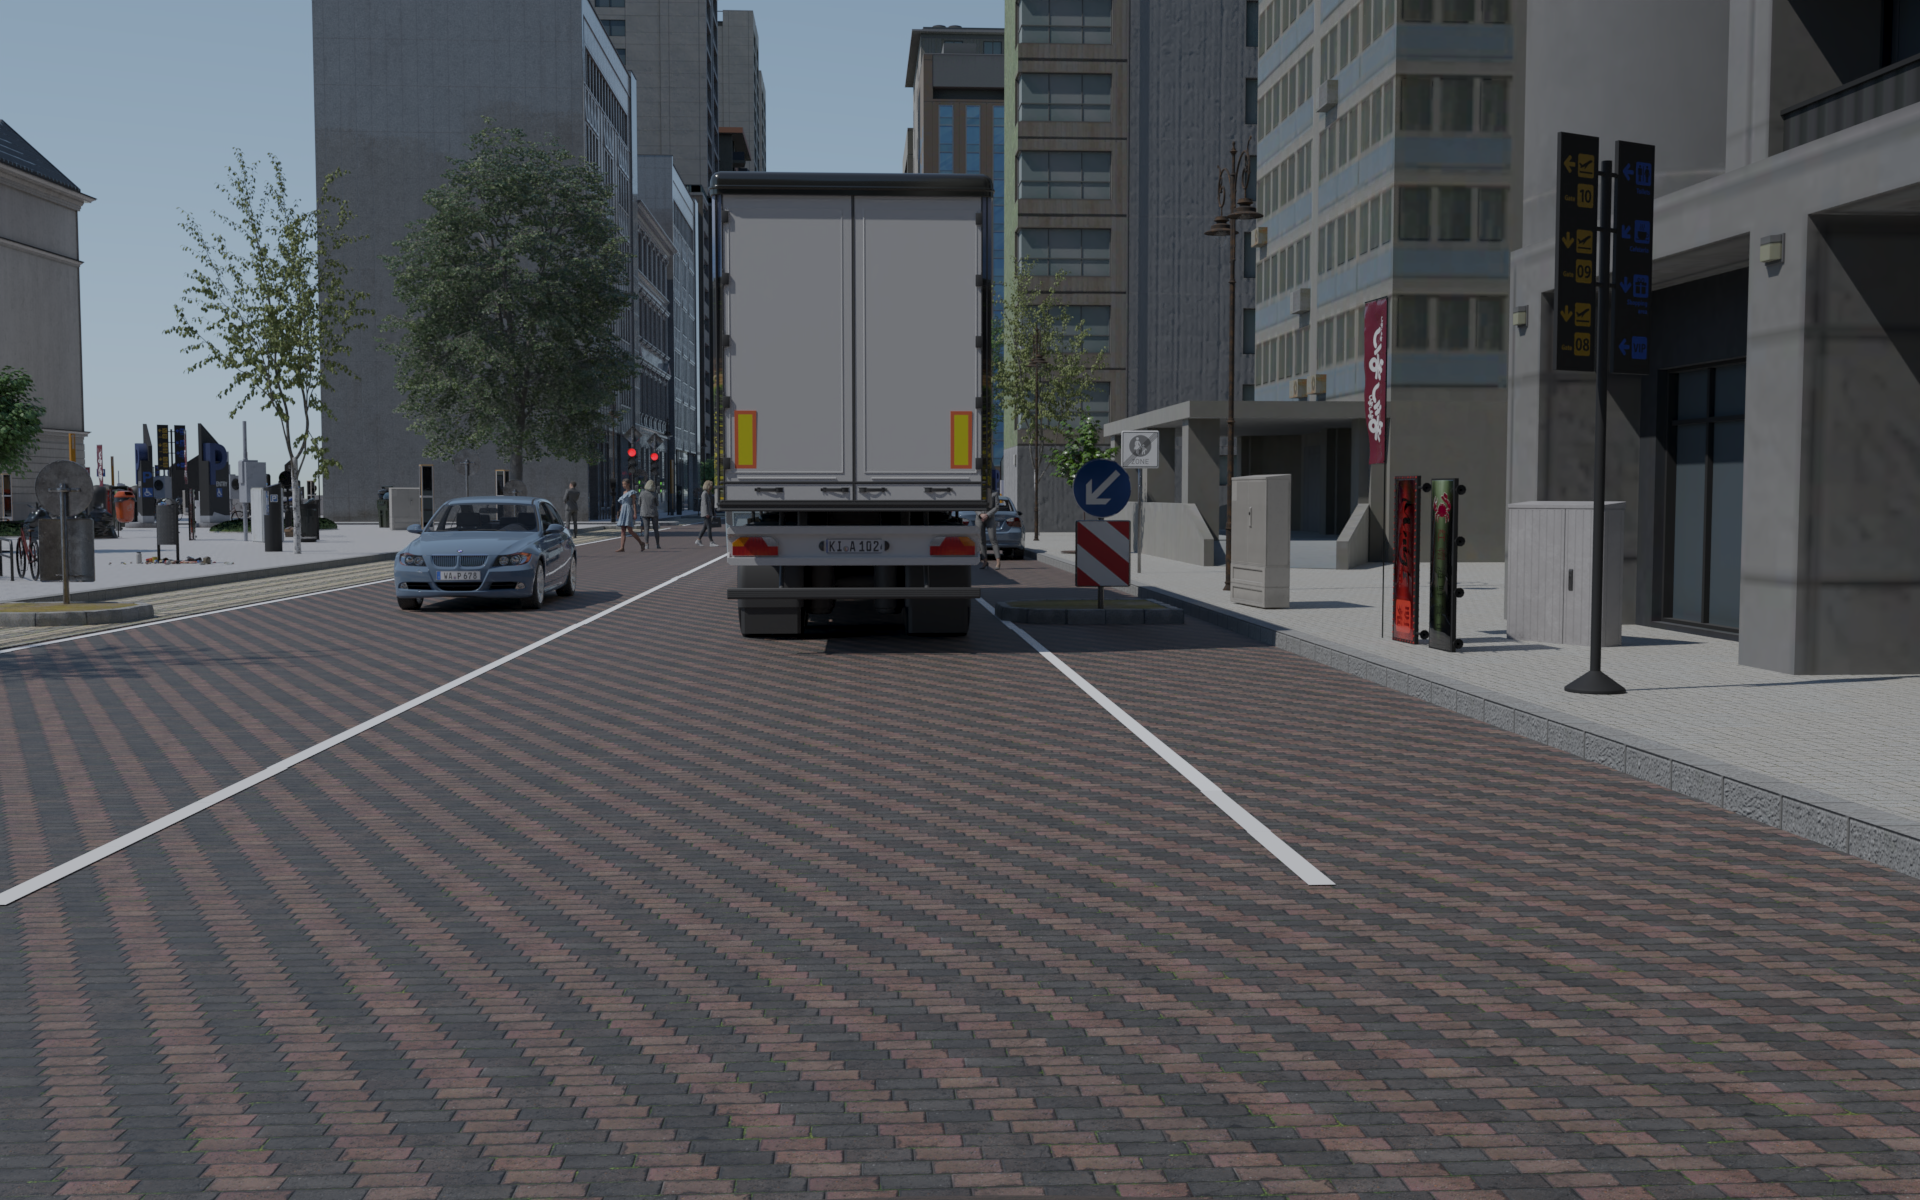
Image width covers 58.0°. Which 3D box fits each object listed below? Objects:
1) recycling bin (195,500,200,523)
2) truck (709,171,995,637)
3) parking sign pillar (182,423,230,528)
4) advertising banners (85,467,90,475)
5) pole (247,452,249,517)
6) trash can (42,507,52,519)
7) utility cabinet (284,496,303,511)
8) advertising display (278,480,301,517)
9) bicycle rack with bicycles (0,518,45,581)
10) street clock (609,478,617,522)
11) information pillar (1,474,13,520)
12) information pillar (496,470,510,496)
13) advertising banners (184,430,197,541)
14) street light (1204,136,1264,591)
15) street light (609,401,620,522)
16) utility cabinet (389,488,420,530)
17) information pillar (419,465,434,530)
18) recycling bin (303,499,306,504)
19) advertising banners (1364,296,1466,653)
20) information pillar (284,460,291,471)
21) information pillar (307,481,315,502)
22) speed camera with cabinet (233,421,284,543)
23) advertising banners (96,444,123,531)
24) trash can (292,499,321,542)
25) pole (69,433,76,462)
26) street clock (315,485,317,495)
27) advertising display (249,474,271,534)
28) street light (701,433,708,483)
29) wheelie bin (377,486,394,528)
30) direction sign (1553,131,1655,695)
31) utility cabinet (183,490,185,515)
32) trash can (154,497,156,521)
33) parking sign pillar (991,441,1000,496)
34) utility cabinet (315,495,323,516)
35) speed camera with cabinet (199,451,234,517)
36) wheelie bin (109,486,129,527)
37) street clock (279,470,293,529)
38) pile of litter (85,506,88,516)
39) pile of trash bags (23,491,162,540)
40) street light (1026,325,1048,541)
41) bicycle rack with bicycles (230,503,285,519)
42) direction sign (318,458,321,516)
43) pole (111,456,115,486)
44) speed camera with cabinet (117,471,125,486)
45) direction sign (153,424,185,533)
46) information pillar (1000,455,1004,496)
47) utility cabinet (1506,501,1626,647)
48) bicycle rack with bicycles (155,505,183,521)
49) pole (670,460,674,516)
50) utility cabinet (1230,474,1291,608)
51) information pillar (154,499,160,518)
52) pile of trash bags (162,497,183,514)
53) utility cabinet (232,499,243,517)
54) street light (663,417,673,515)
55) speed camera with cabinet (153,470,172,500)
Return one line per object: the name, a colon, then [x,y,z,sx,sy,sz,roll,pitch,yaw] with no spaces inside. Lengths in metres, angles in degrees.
recycling bin: [-30.418,-3.517,70.058,0.722,1.027,0.722,1,4,9]
truck: [-1.251,-1.946,20.731,2.839,4.237,11.283,0,4,-3]
parking sign pillar: [-28.605,-4.768,66.425,1.447,3.967,1.447,1,4,11]
advertising banners: [-55.594,-7.077,111.900,2.074,3.025,0.090,-1,4,-17]
pole: [-34.624,-5.514,84.002,0.158,3.312,0.155,0,3,0]
trash can: [-40.998,-4.060,78.033,0.748,1.137,0.748,0,3,0]
utility cabinet: [-34.917,-4.870,90.784,1.020,1.237,0.306,1,4,21]
advertising display: [-30.634,-4.523,79.168,0.974,1.923,0.123,0,4,-4]
bicycle rack with bicycles: [-15.165,-0.769,25.949,2.852,0.926,2.925,-2,4,-32]
street clock: [-15.666,-4.505,78.222,0.358,2.002,0.471,-1,4,-17]
information pillar: [-34.635,-3.576,62.954,0.304,2.012,0.304,-2,4,-35]
information pillar: [-13.926,-2.954,52.783,0.304,2.012,0.304,1,4,16]
advertising banners: [-21.307,-3.163,47.904,0.090,3.025,2.074,-1,4,-18]
street light: [3.586,-3.063,22.869,0.468,5.910,1.993,0,4,-3]
street light: [-15.927,-6.538,79.686,0.468,5.910,1.993,0,4,-3]
utility cabinet: [-19.336,-3.177,60.621,1.173,1.500,0.318,-2,4,-35]
information pillar: [-13.360,-2.380,43.402,0.304,2.012,0.304,-2,4,-25]
recycling bin: [-37.332,-5.260,98.551,0.722,1.027,0.722,0,4,3]
advertising banners: [3.849,-1.141,14.842,0.090,3.025,2.074,-1,4,-8]
information pillar: [-44.435,-7.541,114.651,0.504,3.616,0.183,-3,4,-36]
information pillar: [-35.279,-5.484,94.154,0.304,2.012,0.304,1,4,19]
speed camera with cabinet: [-18.777,-3.191,46.504,0.660,3.252,2.038,-3,4,-38]
advertising banners: [-29.839,-3.948,60.736,2.074,3.025,0.090,3,5,44]
trash can: [-17.378,-2.107,46.095,0.748,1.137,0.748,0,3,0]
pole: [-29.838,-3.942,58.289,0.158,3.312,0.155,0,3,0]
street clock: [-53.315,-8.471,143.067,0.358,2.002,0.471,0,4,6]
advertising display: [-22.283,-3.053,55.130,0.974,1.923,0.123,2,4,31]
street light: [-18.988,-9.526,128.535,0.468,5.910,1.993,0,4,-3]
wheelie bin: [-21.743,-3.543,65.841,0.980,1.594,0.693,2,4,33]
direction sign: [4.122,-1.171,11.137,0.876,3.537,0.379,-2,4,-30]
utility cabinet: [-46.983,-5.937,105.748,0.318,1.500,1.173,0,4,5]
trash can: [-36.772,-4.080,78.368,0.748,1.137,0.748,0,3,0]
parking sign pillar: [1.399,-6.003,86.618,1.447,3.967,1.447,0,4,1]
utility cabinet: [-38.220,-5.624,103.106,1.020,1.237,0.306,-2,4,-24]
speed camera with cabinet: [-34.047,-5.221,79.705,0.660,3.252,2.038,1,4,22]
wheelie bin: [-32.602,-3.625,67.182,0.980,1.594,0.693,-1,4,-18]
street clock: [-20.627,-2.971,53.152,0.471,2.002,0.358,-1,4,-11]
pile of litter: [-41.743,-4.259,83.596,1.176,0.858,1.719,1,4,20]
pile of trash bags: [-25.111,-2.453,49.851,1.912,1.369,3.447,1,4,17]
street light: [2.098,-4.565,47.420,0.468,5.910,1.993,0,4,-3]
bicycle rack with bicycles: [-28.238,-3.428,69.425,2.925,0.926,2.852,0,4,8]
direction sign: [-30.958,-5.606,83.657,0.379,3.537,0.876,-1,4,-20]
pole: [-45.607,-6.080,93.257,0.158,3.312,0.155,0,3,0]
speed camera with cabinet: [-70.444,-9.256,145.671,0.660,3.252,2.038,-2,4,-33]
direction sign: [-25.761,-3.955,56.658,0.876,3.537,0.379,-3,5,-39]
information pillar: [2.529,-6.825,102.938,0.183,3.616,0.504,2,4,26]
utility cabinet: [5.205,-0.231,14.941,0.306,1.237,1.020,-2,4,-31]
bicycle rack with bicycles: [-39.181,-4.269,83.184,2.925,0.926,2.852,3,4,36]
pole: [-17.137,-6.676,103.004,0.158,3.312,0.155,0,3,0]
utility cabinet: [3.412,-0.678,19.767,0.318,1.500,1.173,-1,4,-10]
information pillar: [-41.821,-5.232,90.032,0.304,2.012,0.304,0,3,0]
pile of trash bags: [-51.296,-6.192,110.996,3.447,1.369,1.912,1,4,12]
utility cabinet: [-40.638,-5.279,97.467,1.020,1.237,0.306,-1,4,-13]
street light: [-17.563,-8.039,104.223,0.468,5.910,1.993,0,4,-3]
speed camera with cabinet: [-40.855,-5.690,87.374,2.038,3.252,0.660,1,4,12]
